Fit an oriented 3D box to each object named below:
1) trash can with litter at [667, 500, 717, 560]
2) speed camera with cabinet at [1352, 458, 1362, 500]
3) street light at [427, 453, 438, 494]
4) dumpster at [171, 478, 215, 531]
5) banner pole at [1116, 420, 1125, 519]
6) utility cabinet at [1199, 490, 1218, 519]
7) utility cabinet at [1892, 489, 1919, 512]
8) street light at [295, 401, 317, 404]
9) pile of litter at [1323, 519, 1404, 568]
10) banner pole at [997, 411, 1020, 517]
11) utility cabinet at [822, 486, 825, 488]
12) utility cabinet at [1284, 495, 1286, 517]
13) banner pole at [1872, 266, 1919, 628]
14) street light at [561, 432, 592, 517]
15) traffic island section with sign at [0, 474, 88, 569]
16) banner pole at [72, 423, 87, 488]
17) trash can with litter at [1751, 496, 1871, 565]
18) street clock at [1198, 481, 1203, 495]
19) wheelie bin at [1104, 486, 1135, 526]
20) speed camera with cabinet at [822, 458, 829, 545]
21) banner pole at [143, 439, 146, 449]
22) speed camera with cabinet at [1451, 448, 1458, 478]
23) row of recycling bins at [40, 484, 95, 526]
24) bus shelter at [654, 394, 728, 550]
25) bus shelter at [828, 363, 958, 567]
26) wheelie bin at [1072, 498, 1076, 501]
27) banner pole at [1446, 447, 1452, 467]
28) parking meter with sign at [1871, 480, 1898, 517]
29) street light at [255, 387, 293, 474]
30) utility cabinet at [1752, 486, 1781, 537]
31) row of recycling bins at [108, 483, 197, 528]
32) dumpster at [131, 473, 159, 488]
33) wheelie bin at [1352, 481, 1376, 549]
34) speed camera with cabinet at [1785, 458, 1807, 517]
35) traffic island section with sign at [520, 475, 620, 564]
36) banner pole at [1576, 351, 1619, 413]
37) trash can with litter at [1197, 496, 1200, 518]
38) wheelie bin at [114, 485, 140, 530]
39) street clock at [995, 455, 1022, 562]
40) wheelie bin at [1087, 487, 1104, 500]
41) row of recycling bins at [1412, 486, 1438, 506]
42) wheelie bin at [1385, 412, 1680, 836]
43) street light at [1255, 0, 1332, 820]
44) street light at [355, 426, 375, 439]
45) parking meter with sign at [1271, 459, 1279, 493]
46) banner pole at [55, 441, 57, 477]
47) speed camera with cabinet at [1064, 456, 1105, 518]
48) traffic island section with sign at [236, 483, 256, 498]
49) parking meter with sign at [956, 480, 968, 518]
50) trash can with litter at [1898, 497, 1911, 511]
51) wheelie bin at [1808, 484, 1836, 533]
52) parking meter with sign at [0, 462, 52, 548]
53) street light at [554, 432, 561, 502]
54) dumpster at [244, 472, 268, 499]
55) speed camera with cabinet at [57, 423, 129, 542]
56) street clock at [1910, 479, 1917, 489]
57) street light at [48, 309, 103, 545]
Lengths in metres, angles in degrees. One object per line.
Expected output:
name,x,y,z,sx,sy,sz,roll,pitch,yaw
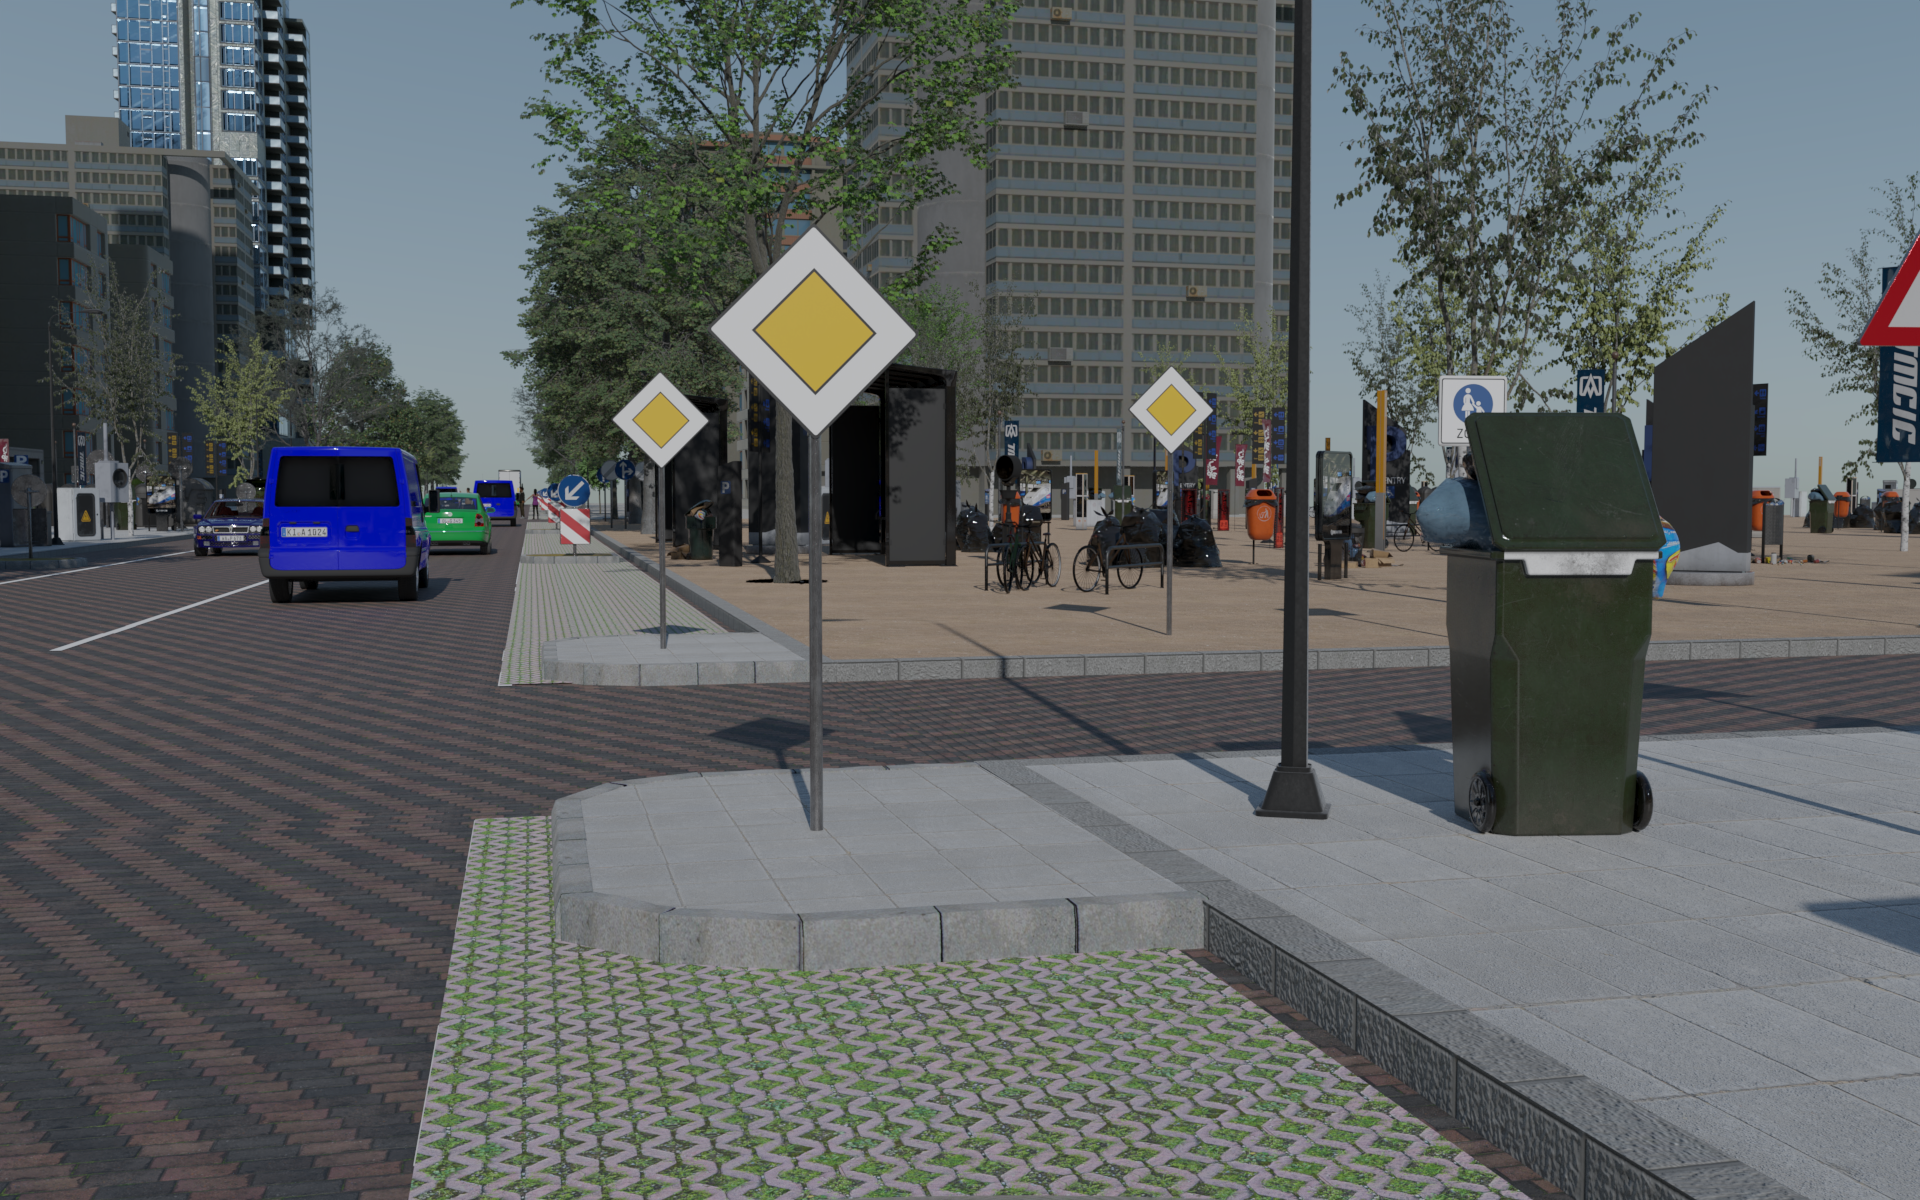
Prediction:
trash can with litter,-5.273,-1.371,33.795,1.055,1.170,0.624,2,4,30
speed camera with cabinet,21.010,-6.124,94.471,2.038,3.252,0.660,-1,4,-21
street light,-60.380,-13.798,198.143,1.470,5.913,1.316,-1,4,-14
dumpster,-27.208,-3.400,61.355,1.264,1.857,1.865,-1,4,-14
banner pole,5.421,-4.183,58.407,0.401,3.779,0.863,2,4,26
utility cabinet,12.786,-4.930,89.285,0.318,1.500,1.173,-2,4,-32
utility cabinet,41.770,-4.138,76.341,1.173,1.500,0.318,3,5,42
street light,-32.716,-6.955,86.255,1.470,5.913,1.316,-1,4,-14
pile of litter,7.125,-1.012,30.512,1.719,0.858,1.176,-1,4,-20
banner pole,1.394,-3.785,51.899,0.863,3.779,0.401,1,4,23
utility cabinet,-3.744,-2.342,46.964,1.173,1.500,0.318,-2,4,-24
utility cabinet,18.645,-5.253,97.048,1.020,1.237,0.306,1,4,23
banner pole,9.234,-1.627,16.625,0.863,3.779,0.401,3,5,43
street light,-21.638,-7.678,98.069,1.470,5.913,1.316,-1,4,-14
traffic island section with sign,-18.281,-1.544,33.865,1.989,1.847,2.006,-1,4,-14
banner pole,-31.157,-4.360,61.299,0.401,3.779,0.863,0,4,7
trash can with litter,15.470,-1.294,32.210,2.233,1.210,1.678,-2,4,-28
street clock,13.224,-5.563,95.520,0.471,2.002,0.358,2,4,28
wheelie bin,5.965,-3.436,64.085,0.980,1.594,0.693,0,4,-2
speed camera with cabinet,-3.367,-3.049,44.189,0.660,3.252,2.038,1,4,23
banner pole,-37.519,-5.481,79.635,0.401,3.779,0.863,-3,5,-45
speed camera with cabinet,18.136,-4.138,61.999,0.660,3.252,2.038,-1,4,-10
row of recycling bins,-35.745,-3.778,68.885,3.534,1.692,1.069,0,4,7
bus shelter,-6.800,-3.137,42.574,1.731,3.624,6.357,-1,4,-14
bus shelter,-1.539,-2.581,33.478,1.731,3.624,6.357,-1,4,-14
wheelie bin,6.291,-5.058,90.612,0.693,1.594,0.980,-1,4,-21
banner pole,22.835,-5.528,80.396,0.401,3.779,0.863,-2,4,-29
parking meter with sign,50.887,-6.025,94.770,1.738,3.016,0.543,3,4,38
street light,-29.965,-6.286,75.313,1.470,5.913,1.316,-1,4,-14
utility cabinet,23.302,-2.565,50.612,1.173,1.500,0.318,2,4,30
row of recycling bins,-31.163,-3.680,67.284,3.534,1.692,1.069,-2,4,-25
dumpster,-34.579,-4.344,73.521,1.502,2.255,1.985,-1,4,-14
wheelie bin,9.703,-2.015,40.852,0.693,1.594,0.980,-2,4,-28
speed camera with cabinet,46.474,-6.236,96.288,0.660,3.252,2.038,3,5,43
traffic island section with sign,-8.195,-1.690,36.266,1.989,1.847,2.006,-1,4,-14
banner pole,11.275,-2.480,30.566,0.863,3.779,0.401,1,4,14
trash can with litter,8.370,-3.251,64.209,2.233,1.210,1.678,-1,4,-9
wheelie bin,-29.764,-3.287,61.659,0.980,1.594,0.693,-3,5,-39
street clock,0.899,-1.684,32.110,0.471,2.002,0.358,3,5,44
wheelie bin,6.435,-4.539,82.126,0.980,1.594,0.693,0,4,2
row of recycling bins,24.513,-5.241,92.796,3.534,1.692,1.069,-1,4,-20
wheelie bin,2.234,0.073,6.712,0.980,1.594,0.693,0,4,-3
street light,0.819,-2.088,6.680,1.470,5.913,1.316,-1,4,-14
street light,-40.569,-8.900,118.063,1.470,5.913,1.316,-1,4,-14
parking meter with sign,15.818,-5.559,87.146,0.543,3.016,1.738,1,4,18
banner pole,-42.492,-5.591,81.435,0.401,3.779,0.863,-2,4,-27
speed camera with cabinet,6.418,-5.798,89.138,2.038,3.252,0.660,1,4,20
traffic island section with sign,-24.753,-3.144,60.035,1.989,1.847,2.006,-1,4,-14
parking meter with sign,-0.293,-5.863,92.123,0.543,3.016,1.738,3,5,43
trash can with litter,39.031,-3.680,71.555,1.055,1.170,0.624,-2,4,-31
wheelie bin,28.151,-2.980,56.636,0.980,1.594,0.693,-3,5,-41
parking meter with sign,-22.756,-2.783,41.765,0.543,3.016,1.738,1,4,16
street light,-29.480,-9.623,129.880,1.470,5.913,1.316,-1,4,-14
dumpster,-25.574,-3.636,64.401,1.985,2.255,1.502,-1,4,-16
speed camera with cabinet,-23.851,-3.260,47.641,0.660,3.252,2.038,1,4,18
street clock,44.870,-4.724,81.811,0.471,2.002,0.358,0,3,0
street light,-22.187,-4.339,43.487,1.470,5.913,1.316,-1,4,-14
